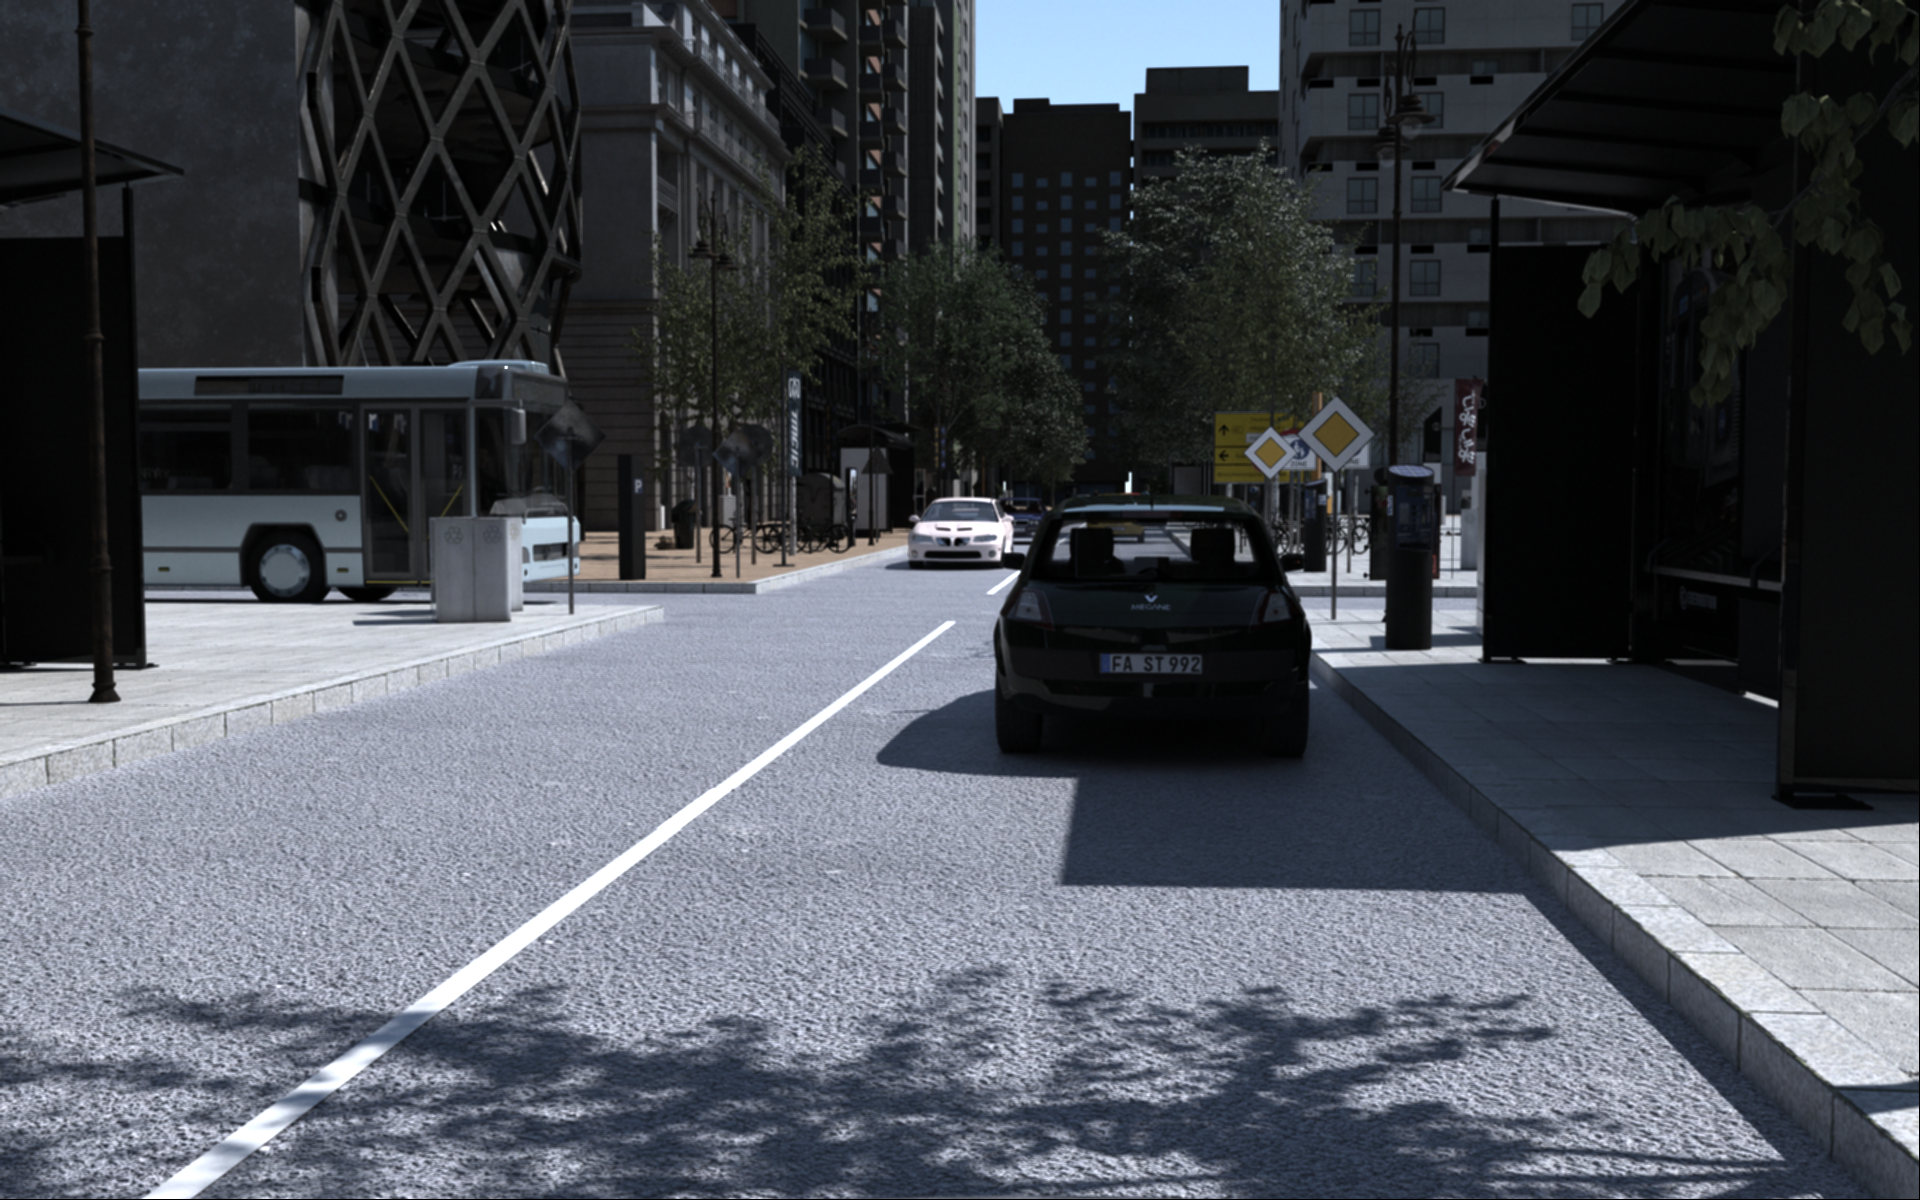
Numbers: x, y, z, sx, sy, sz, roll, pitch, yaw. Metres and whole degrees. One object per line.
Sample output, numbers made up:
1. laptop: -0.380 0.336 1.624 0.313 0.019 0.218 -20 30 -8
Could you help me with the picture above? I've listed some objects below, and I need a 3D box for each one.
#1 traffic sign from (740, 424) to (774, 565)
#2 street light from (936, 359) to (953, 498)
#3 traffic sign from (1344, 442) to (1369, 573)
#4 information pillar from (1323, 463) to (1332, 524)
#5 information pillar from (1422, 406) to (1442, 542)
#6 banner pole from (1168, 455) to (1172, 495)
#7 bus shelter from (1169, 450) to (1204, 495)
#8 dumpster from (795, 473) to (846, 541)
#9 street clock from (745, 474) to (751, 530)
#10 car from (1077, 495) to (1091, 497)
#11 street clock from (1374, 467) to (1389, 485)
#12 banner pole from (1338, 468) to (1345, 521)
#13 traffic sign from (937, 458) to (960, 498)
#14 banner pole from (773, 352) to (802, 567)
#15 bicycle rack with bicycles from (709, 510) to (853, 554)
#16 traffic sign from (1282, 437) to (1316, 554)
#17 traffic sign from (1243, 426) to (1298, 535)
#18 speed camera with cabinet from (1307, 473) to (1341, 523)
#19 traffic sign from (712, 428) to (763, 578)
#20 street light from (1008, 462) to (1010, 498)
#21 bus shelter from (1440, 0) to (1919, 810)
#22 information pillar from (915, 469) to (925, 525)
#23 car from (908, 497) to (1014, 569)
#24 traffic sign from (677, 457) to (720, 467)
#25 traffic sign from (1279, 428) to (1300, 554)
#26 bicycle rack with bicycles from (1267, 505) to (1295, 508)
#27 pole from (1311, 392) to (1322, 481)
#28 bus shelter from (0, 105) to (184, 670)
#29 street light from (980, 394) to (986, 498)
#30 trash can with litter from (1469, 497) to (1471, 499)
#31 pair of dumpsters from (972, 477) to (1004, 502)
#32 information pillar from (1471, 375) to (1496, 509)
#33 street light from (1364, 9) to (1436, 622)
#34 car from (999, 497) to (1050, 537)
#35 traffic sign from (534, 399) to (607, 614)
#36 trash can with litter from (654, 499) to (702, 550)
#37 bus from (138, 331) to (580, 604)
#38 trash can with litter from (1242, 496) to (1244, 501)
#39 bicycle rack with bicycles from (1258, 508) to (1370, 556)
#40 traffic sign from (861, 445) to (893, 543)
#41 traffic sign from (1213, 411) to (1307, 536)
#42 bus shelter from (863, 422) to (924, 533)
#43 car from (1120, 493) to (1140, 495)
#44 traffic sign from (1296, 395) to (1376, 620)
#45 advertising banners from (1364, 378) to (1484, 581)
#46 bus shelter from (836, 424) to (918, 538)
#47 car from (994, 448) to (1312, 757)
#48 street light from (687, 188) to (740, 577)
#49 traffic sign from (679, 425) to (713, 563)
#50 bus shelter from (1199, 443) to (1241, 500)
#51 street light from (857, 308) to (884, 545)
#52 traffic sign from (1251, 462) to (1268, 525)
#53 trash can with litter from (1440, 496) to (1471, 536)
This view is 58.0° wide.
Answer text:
1. traffic sign: -3.755 -1.917 31.455 0.768 2.556 0.104 1 4 15
2. street light: -0.535 -5.312 59.635 0.468 5.910 1.993 0 4 5
3. traffic sign: 6.325 -1.589 28.110 0.606 2.300 0.079 0 4 6
4. information pillar: 14.204 -4.622 66.918 0.504 3.616 0.183 -3 5 -42
5. information pillar: 12.535 -3.340 45.963 0.504 3.616 0.183 -1 4 -10
6. banner pole: 11.085 -6.197 91.334 0.401 3.779 0.863 0 4 -8
7. bus shelter: 10.909 -5.375 81.811 2.014 3.302 5.546 0 4 6
8. dumpster: -3.886 -2.570 47.785 1.264 1.857 1.865 0 4 5
9. street clock: -7.395 -3.454 61.035 0.358 2.002 0.471 0 4 0
10. car: 9.829 -7.706 138.355 2.083 1.381 4.827 0 4 3
11. street clock: 11.248 -2.534 46.007 0.471 2.002 0.358 0 4 -6
12. banner pole: 18.218 -5.683 82.927 0.401 3.779 0.863 3 5 44
13. traffic sign: -0.412 -3.858 63.076 0.884 2.594 0.081 1 4 14
14. banner pole: -3.025 -2.498 30.860 0.401 3.779 0.863 2 4 26
15. bicycle rack with bicycles: -3.711 -1.511 38.080 2.925 0.926 2.852 1 4 16
16. traffic sign: 5.914 -1.720 30.258 0.606 2.300 0.079 1 4 12
17. traffic sign: 4.574 -1.342 25.586 0.795 2.450 0.064 0 4 5
18. speed camera with cabinet: 15.971 -4.995 76.009 0.660 3.252 2.038 3 5 42
19. traffic sign: -3.383 -1.390 26.363 0.795 2.450 0.064 0 4 5
20. street light: 2.650 -7.375 93.376 0.468 5.910 1.993 0 4 5
21. bus shelter: 4.195 -1.148 10.053 1.731 3.624 6.357 0 4 5
22. information pillar: -1.178 -2.850 51.090 0.304 2.012 0.304 0 4 1
23. car: 0.072 -1.377 34.879 2.083 1.381 4.827 0 4 5
24. traffic sign: -5.082 -2.055 33.609 0.884 2.594 0.081 1 4 14
25. traffic sign: 6.435 -2.049 33.611 0.768 2.556 0.104 0 4 7
26. bicycle rack with bicycles: 10.092 -2.578 55.525 2.925 0.926 2.852 3 4 37
27. pole: 7.155 -2.505 34.794 0.158 3.312 0.155 0 3 0
28. bus shelter: -6.753 -1.123 9.650 1.731 3.624 6.357 0 4 5
29. street light: 0.973 -6.365 76.850 0.468 5.910 1.993 0 4 5
30. trash can with litter: 28.136 -5.077 94.388 1.055 1.170 0.624 -3 5 -40
31. pair of dumpsters: 1.490 -5.618 94.342 1.574 2.255 4.437 0 4 5
32. information pillar: 10.272 -2.607 33.976 0.504 3.616 0.183 1 4 22
33. street light: 4.320 -2.715 17.186 0.468 5.910 1.993 0 4 5
34. car: 1.750 -2.333 50.725 1.945 1.354 3.894 0 4 6
35. traffic sign: -4.141 -0.903 18.414 0.795 2.450 0.064 0 4 5
36. trash can with litter: -6.519 -1.750 40.001 0.624 1.170 1.055 3 4 39
37. bus: -10.877 -1.688 22.462 13.247 3.499 2.948 0 4 6
38. trash can with litter: 13.741 -4.489 84.781 0.624 1.170 1.055 1 4 12
39. bicycle rack with bicycles: 7.345 -1.429 36.752 2.925 0.926 2.852 -1 4 -13
40. traffic sign: -2.186 -2.791 45.638 0.884 2.594 0.081 1 4 15
41. traffic sign: 7.350 -2.978 42.561 2.265 3.308 0.079 1 4 13
42. bus shelter: -2.426 -4.174 59.527 1.731 3.624 6.357 0 4 5
43. car: 8.243 -4.587 84.031 2.155 1.783 4.494 0 4 5
44. traffic sign: 3.815 -0.856 17.636 0.795 2.450 0.064 0 4 5
45. advertising banners: 6.971 -1.820 25.941 2.074 3.025 0.090 -1 4 -21
46. bus shelter: -2.616 -3.612 52.986 2.014 3.302 5.546 0 4 6
47. car: 1.208 -0.069 10.910 2.009 1.686 4.222 0 4 6
48. street light: -3.759 -3.289 26.571 0.468 5.910 1.993 0 4 5
49. traffic sign: -4.868 -1.961 32.174 0.768 2.556 0.104 1 4 11
50. bus shelter: 11.113 -5.787 72.243 2.179 5.291 8.768 0 4 5
51. street light: -2.217 -4.301 43.109 0.468 5.910 1.993 0 4 5
52. traffic sign: 7.440 -2.569 42.115 0.768 2.556 0.104 1 4 14
53. trash can with litter: 15.436 -2.616 53.829 1.678 1.210 2.233 3 5 43
